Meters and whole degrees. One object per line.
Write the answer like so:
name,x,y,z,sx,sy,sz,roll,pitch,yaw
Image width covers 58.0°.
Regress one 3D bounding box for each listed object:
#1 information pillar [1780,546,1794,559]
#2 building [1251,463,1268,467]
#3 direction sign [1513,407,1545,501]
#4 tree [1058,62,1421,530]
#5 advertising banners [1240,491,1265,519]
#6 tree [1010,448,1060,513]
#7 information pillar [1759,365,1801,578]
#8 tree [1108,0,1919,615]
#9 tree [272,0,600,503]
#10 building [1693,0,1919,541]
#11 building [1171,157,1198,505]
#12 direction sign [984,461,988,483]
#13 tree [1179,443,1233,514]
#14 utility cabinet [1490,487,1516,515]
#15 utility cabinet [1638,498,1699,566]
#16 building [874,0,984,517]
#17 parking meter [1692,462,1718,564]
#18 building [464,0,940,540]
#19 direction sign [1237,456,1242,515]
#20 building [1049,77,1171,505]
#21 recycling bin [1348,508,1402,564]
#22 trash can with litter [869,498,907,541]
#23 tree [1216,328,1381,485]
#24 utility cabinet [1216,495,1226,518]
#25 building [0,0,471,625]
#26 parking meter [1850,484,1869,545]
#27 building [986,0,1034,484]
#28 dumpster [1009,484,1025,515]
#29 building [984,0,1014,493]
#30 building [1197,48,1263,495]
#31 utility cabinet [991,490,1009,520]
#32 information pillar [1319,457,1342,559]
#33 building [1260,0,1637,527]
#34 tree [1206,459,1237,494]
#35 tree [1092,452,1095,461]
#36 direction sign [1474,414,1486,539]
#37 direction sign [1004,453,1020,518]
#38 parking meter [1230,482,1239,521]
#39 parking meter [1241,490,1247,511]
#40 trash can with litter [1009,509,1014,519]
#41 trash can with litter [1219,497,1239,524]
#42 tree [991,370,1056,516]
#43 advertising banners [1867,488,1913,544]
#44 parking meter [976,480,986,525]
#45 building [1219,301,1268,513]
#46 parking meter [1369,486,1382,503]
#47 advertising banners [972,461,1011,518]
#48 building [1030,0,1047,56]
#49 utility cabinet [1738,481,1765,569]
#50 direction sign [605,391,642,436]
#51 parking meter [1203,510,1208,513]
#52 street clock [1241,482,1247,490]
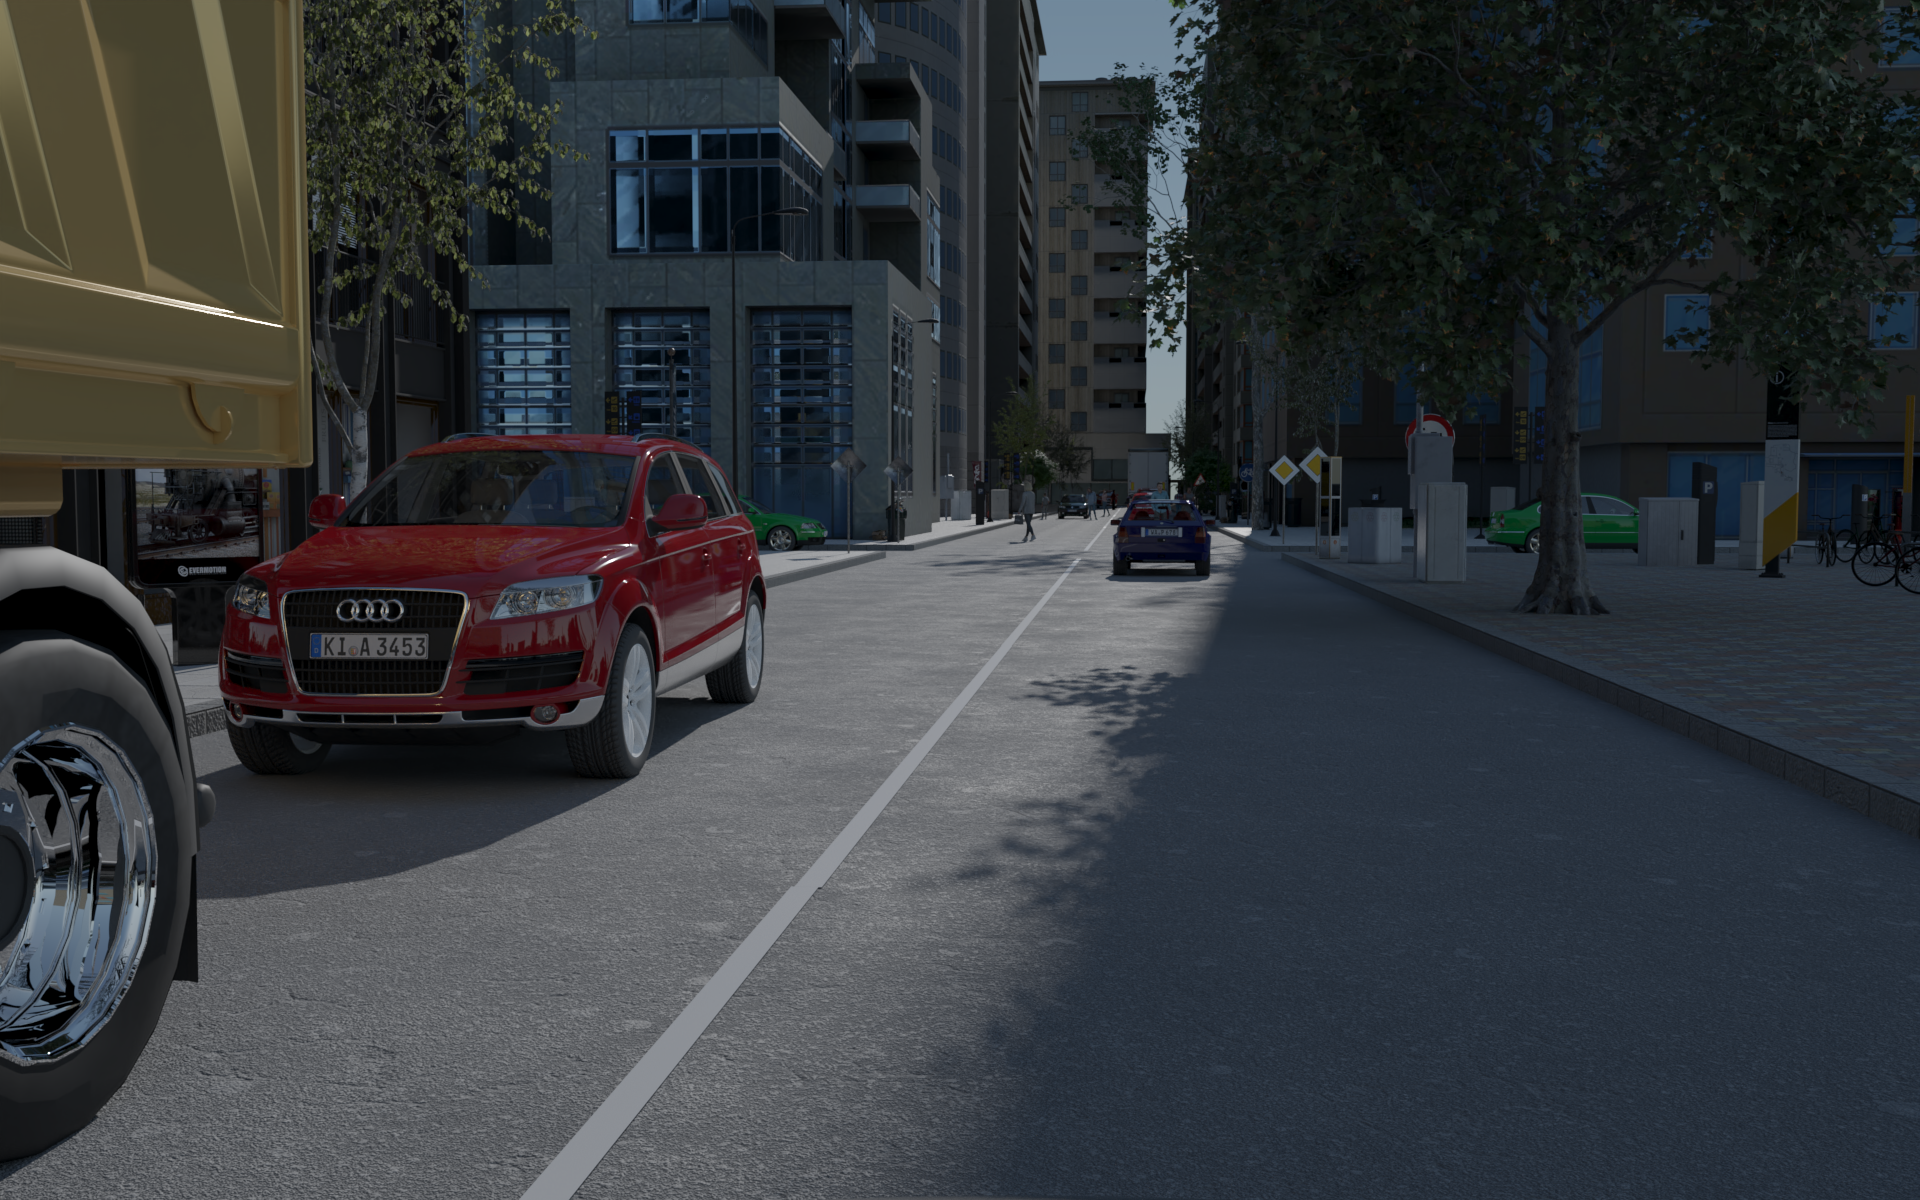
information pillar,16.378,-1.827,34.360,0.304,2.012,0.304,3,4,37
building,29.916,-29.485,101.693,23.786,49.044,30.456,0,4,6
direction sign,14.790,-3.237,44.922,0.876,3.537,0.379,0,4,5
tree,9.607,-12.468,59.747,12.611,20.169,13.585,0,3,0
advertising banners,15.103,-5.573,87.302,2.074,3.025,0.090,2,4,31
tree,4.868,-8.340,120.078,4.285,4.588,4.351,0,3,0
information pillar,12.535,-2.146,26.437,0.504,3.616,0.183,3,5,40
tree,6.413,-6.207,18.488,9.611,12.733,9.660,0,3,0
tree,-5.419,-3.994,15.658,4.360,8.622,3.978,0,3,0
building,25.874,-24.616,52.582,14.200,45.320,14.600,0,4,6
building,40.565,-34.200,213.793,28.867,44.769,22.147,0,4,6
direction sign,1.554,-7.684,117.634,0.876,3.537,0.379,-2,4,-35
tree,15.787,-7.760,110.594,4.285,4.588,4.351,0,3,0
utility cabinet,16.590,-2.706,52.923,0.318,1.500,1.173,0,4,-5
utility cabinet,12.688,-1.215,31.023,1.020,1.237,0.306,-1,4,-12
building,-10.225,-34.153,100.400,21.231,58.520,28.212,0,4,6
parking meter,13.593,-1.586,31.641,0.399,1.863,0.255,-1,4,-12
building,-11.559,-45.828,61.957,22.319,86.520,31.000,0,4,6
direction sign,16.787,-6.853,104.037,0.379,3.537,0.876,2,4,23
building,12.948,-38.616,220.613,27.495,52.752,28.713,0,4,6
recycling bin,7.678,-1.193,32.060,0.722,1.027,0.722,-3,4,-37
trash can with litter,-1.986,-2.213,47.562,1.055,1.170,0.624,1,4,17
tree,10.007,-5.935,47.397,4.360,8.622,3.978,0,3,0
utility cabinet,13.793,-4.914,91.505,0.306,1.237,1.020,1,4,23
building,-13.783,-11.430,16.564,12.332,23.373,15.834,0,4,6
parking meter,22.904,-2.184,44.111,0.372,1.533,0.369,0,3,0
building,-4.806,-32.312,152.004,21.300,48.544,21.600,0,4,6
dumpster,3.398,-5.720,99.282,1.264,1.857,1.865,0,4,6
building,-6.379,-42.327,130.299,20.563,71.187,20.611,0,4,6
building,35.712,-33.964,179.006,21.300,48.544,21.600,0,4,6
utility cabinet,1.922,-4.724,85.908,0.318,1.500,1.173,-3,4,-38
information pillar,7.300,-1.814,34.144,0.304,2.012,0.304,-2,4,-33
building,20.233,-25.825,72.346,14.600,45.320,14.200,0,4,6
tree,14.530,-6.128,94.791,1.663,3.219,1.824,0,3,0
tree,12.773,-14.905,194.065,4.360,8.622,3.978,0,3,0
direction sign,14.922,-3.518,49.513,0.379,3.537,0.876,0,4,7
direction sign,2.827,-6.284,94.746,0.876,3.537,0.379,-1,4,-10
parking meter,12.868,-4.618,81.221,0.399,1.863,0.255,1,4,15
parking meter,16.365,-5.574,99.541,0.372,1.533,0.369,0,3,0
trash can with litter,2.242,-4.675,87.824,1.055,1.170,0.624,2,4,34
trash can with litter,11.686,-3.921,75.490,0.624,1.170,1.055,-2,4,-28
tree,3.730,-9.358,103.368,4.737,8.622,4.395,0,3,0
advertising banners,24.118,-2.946,44.363,0.090,3.025,2.074,-3,5,-41
parking meter,0.852,-4.056,72.023,0.399,1.863,0.255,0,4,-6
building,34.580,-17.586,132.572,27.650,21.520,28.899,0,4,6
parking meter,12.700,-2.726,52.989,0.372,1.533,0.369,0,3,0
advertising banners,1.638,-5.802,91.055,2.074,3.025,0.090,0,4,-4
building,-5.504,-36.129,179.939,27.495,52.752,28.713,0,4,6
utility cabinet,13.624,-1.274,29.503,0.318,1.500,1.173,3,5,43
direction sign,-7.412,-2.825,38.186,0.876,3.537,0.379,1,4,16
parking meter,16.464,-6.589,116.143,0.372,1.533,0.369,0,3,0
street clock,16.552,-5.873,100.590,0.358,2.002,0.471,-3,5,-39
